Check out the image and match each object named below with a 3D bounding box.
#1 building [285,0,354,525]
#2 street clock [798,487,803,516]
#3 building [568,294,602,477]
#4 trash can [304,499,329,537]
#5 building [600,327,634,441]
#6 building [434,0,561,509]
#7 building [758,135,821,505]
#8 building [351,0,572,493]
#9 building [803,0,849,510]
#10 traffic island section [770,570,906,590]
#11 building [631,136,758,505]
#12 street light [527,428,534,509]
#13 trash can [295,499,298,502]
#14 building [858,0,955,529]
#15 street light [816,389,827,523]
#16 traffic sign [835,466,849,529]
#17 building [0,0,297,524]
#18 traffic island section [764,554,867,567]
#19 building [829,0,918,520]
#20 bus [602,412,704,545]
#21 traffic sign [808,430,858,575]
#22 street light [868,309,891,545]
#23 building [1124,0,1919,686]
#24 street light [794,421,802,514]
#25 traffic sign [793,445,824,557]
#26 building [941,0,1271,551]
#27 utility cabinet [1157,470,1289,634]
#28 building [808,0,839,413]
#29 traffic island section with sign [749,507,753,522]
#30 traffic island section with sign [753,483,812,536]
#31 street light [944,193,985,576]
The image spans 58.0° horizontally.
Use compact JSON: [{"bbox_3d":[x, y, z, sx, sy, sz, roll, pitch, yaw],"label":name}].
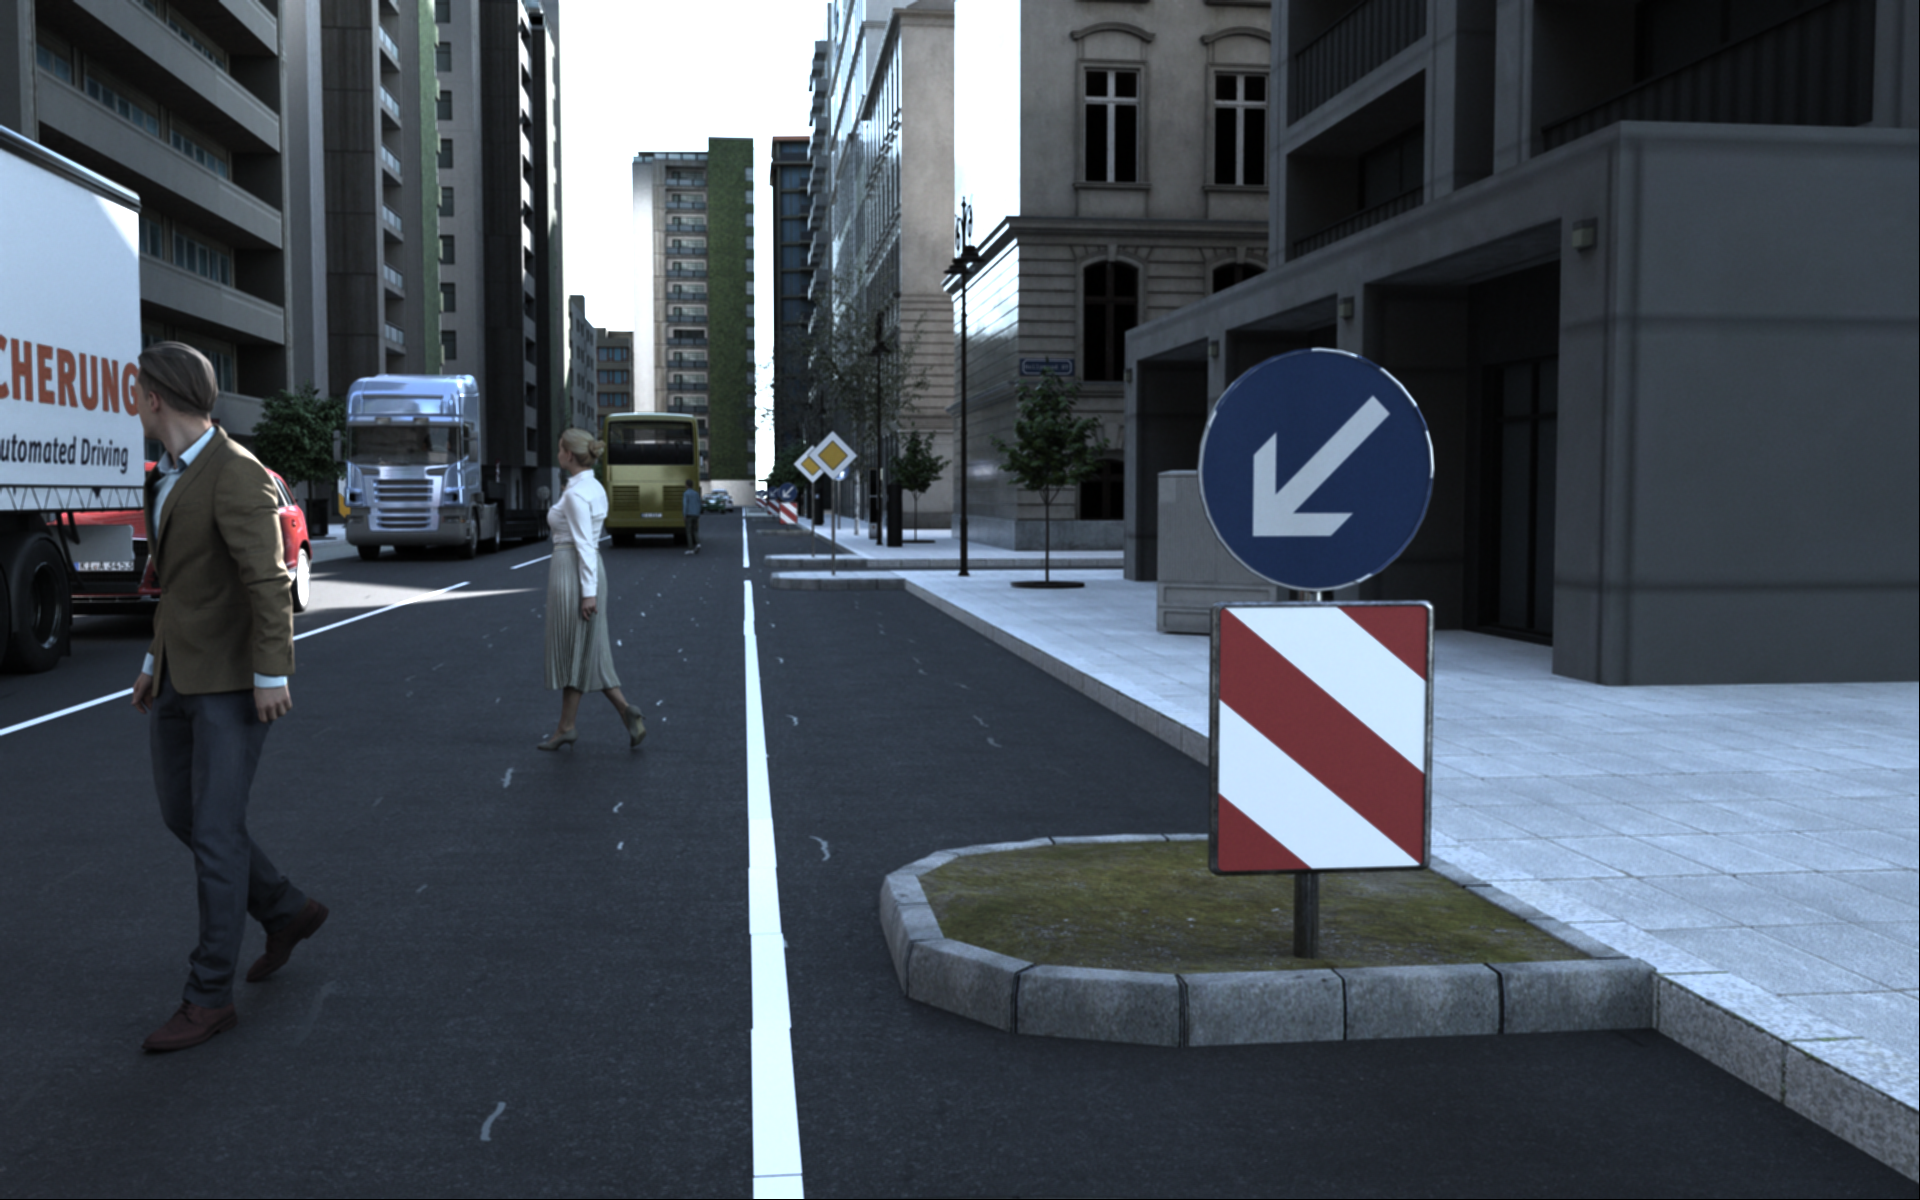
[{"bbox_3d":[-31.113,-23.970,75.506,14.154,41.232,14.086,0,4,-7],"label":"building"},{"bbox_3d":[-9.525,-6.036,103.254,0.471,2.002,0.358,0,4,-1],"label":"street clock"},{"bbox_3d":[-50.760,-19.683,166.857,28.899,21.520,27.650,0,4,-7],"label":"building"},{"bbox_3d":[-19.352,-2.476,52.137,0.748,1.137,0.748,0,3,0],"label":"trash can"},{"bbox_3d":[-52.629,-21.946,203.856,28.899,21.520,27.650,0,4,-7],"label":"building"},{"bbox_3d":[-30.805,-19.988,98.508,14.160,30.474,14.107,0,4,-7],"label":"building"},{"bbox_3d":[-9.739,-33.752,206.470,28.867,44.769,22.147,0,4,-7],"label":"building"},{"bbox_3d":[-38.917,-27.773,137.680,14.154,41.232,14.086,0,4,-7],"label":"building"},{"bbox_3d":[-0.892,-50.440,137.370,22.319,86.520,31.000,0,4,-7],"label":"building"},{"bbox_3d":[-1.981,-0.313,27.405,2.009,0.180,2.903,0,4,-7],"label":"traffic island section"},{"bbox_3d":[-30.640,-31.623,200.633,14.086,41.232,14.154,0,4,-7],"label":"building"},{"bbox_3d":[-24.736,-7.747,99.446,0.468,5.910,1.993,0,4,-7],"label":"street light"},{"bbox_3d":[-17.791,-2.075,45.585,0.748,1.137,0.748,0,3,0],"label":"trash can"},{"bbox_3d":[1.322,-13.606,71.603,9.793,20.994,18.267,0,4,-7],"label":"building"},{"bbox_3d":[-6.071,-6.331,76.307,0.468,5.910,1.993,0,4,-7],"label":"street light"},{"bbox_3d":[-4.396,-3.839,62.877,0.768,2.556,0.104,0,4,-5],"label":"traffic sign"},{"bbox_3d":[-30.744,-25.642,42.949,21.300,48.544,21.600,0,4,-7],"label":"building"},{"bbox_3d":[-2.975,-0.798,35.328,2.009,0.180,2.903,0,4,-7],"label":"traffic island section"},{"bbox_3d":[-0.898,-19.478,95.964,11.434,29.767,29.804,0,4,-7],"label":"building"},{"bbox_3d":[-9.079,-3.679,51.704,2.896,3.916,12.252,-1,4,-9],"label":"bus"},{"bbox_3d":[-2.003,-1.448,27.325,0.795,2.450,0.064,0,4,-7],"label":"traffic sign"},{"bbox_3d":[-2.032,-4.324,43.482,0.468,5.910,1.993,0,4,-7],"label":"street light"},{"bbox_3d":[13.880,-35.283,15.136,20.563,71.187,20.611,0,4,-7],"label":"building"},{"bbox_3d":[-10.234,-8.338,109.117,0.468,5.910,1.993,0,4,-7],"label":"street light"},{"bbox_3d":[-2.997,-1.933,35.248,0.795,2.450,0.064,0,4,-7],"label":"traffic sign"},{"bbox_3d":[17.395,-13.841,45.393,34.723,24.649,14.460,0,4,-7],"label":"building"},{"bbox_3d":[2.375,-0.428,15.683,1.173,1.500,0.318,2,4,33],"label":"utility cabinet"},{"bbox_3d":[-3.396,-33.642,169.650,23.786,49.044,30.456,0,4,-7],"label":"building"},{"bbox_3d":[-9.584,-4.852,87.966,1.989,1.847,2.006,0,4,-7],"label":"traffic island section with sign"},{"bbox_3d":[-6.115,-3.163,60.343,1.989,1.847,2.006,0,4,-7],"label":"traffic island section with sign"},{"bbox_3d":[0.061,-3.317,27.014,0.468,5.910,1.993,0,4,-7],"label":"street light"}]
